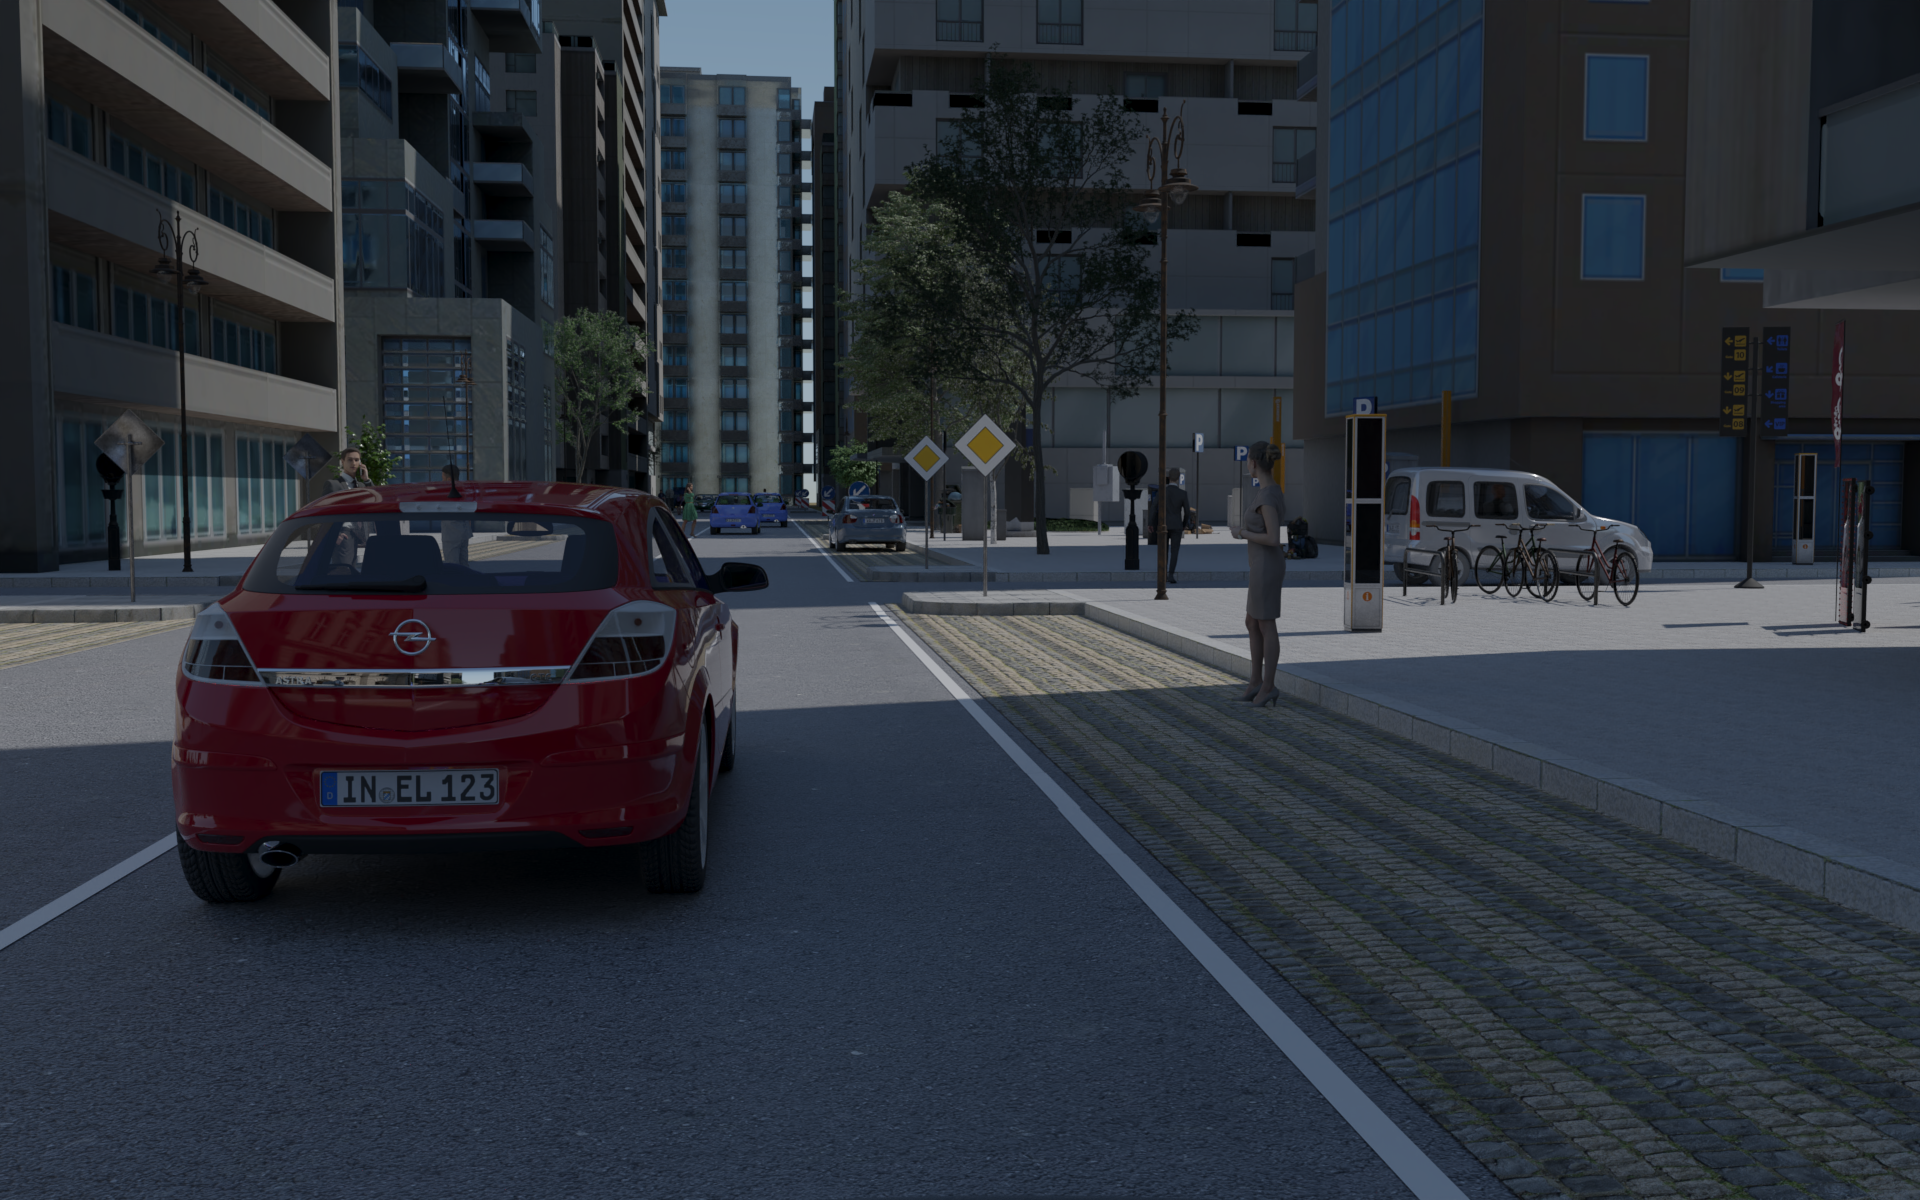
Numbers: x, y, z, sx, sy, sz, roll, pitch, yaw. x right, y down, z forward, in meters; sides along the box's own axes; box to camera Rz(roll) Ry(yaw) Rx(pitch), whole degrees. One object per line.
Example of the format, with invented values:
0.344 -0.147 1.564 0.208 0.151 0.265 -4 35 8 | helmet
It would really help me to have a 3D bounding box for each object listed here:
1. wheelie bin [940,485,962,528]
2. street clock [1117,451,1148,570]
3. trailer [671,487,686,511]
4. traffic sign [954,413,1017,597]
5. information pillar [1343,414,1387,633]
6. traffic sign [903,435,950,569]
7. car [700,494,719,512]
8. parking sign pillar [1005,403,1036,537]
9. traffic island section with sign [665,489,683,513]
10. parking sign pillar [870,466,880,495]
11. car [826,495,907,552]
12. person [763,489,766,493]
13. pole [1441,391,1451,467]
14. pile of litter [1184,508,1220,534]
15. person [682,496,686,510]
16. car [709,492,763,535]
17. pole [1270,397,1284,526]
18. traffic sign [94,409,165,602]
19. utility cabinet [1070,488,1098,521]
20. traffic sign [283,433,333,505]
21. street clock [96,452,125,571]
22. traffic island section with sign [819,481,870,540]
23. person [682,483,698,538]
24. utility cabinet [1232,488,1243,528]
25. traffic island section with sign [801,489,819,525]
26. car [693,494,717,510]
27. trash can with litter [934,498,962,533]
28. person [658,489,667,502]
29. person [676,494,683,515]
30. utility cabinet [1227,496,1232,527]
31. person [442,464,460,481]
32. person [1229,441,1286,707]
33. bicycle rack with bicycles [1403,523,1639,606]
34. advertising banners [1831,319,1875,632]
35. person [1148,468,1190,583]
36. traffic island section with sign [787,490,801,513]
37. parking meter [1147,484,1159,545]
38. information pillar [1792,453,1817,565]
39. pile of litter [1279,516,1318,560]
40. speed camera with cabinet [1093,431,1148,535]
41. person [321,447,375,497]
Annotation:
-0.254 -3.077 58.212 0.693 1.594 0.980 -3 5 -42 | wheelie bin
2.908 -1.507 29.214 0.471 2.002 0.358 2 4 35 | street clock
-23.328 -8.376 143.999 1.471 1.999 3.904 0 4 -7 | trailer
0.312 -1.100 21.622 0.795 2.450 0.064 0 4 -6 | traffic sign
3.759 -0.710 16.099 0.304 2.012 0.304 0 4 -1 | information pillar
-0.572 -1.585 29.558 0.795 2.450 0.064 0 4 -6 | traffic sign
-20.318 -7.944 141.680 2.131 1.459 4.920 0 4 -7 | car
1.771 -3.871 51.769 1.447 3.967 1.447 -1 4 -21 | parking sign pillar
-21.670 -7.404 129.686 1.989 1.847 2.006 0 4 -6 | traffic island section with sign
-5.103 -7.035 103.497 1.447 3.967 1.447 -1 4 -10 | parking sign pillar
-2.382 -1.967 44.159 2.014 1.417 4.499 0 4 -8 | car
-13.723 -6.918 121.629 0.705 1.821 1.348 -1 4 -23 | person
9.591 -2.470 34.232 0.158 3.312 0.155 0 3 0 | pole
7.601 -2.546 55.587 1.719 0.858 1.176 -1 4 -16 | pile of litter
-19.044 -6.608 119.725 0.799 1.438 0.628 3 5 42 | person
-8.060 -3.222 62.277 1.945 1.707 3.694 0 4 -5 | car
6.647 -2.602 36.383 0.158 3.312 0.155 0 3 0 | pole
-9.822 -1.032 20.518 0.795 2.450 0.064 0 4 -6 | traffic sign
4.681 -3.458 65.216 1.173 1.500 0.318 3 5 44 | utility cabinet
-10.706 -1.518 28.454 0.795 2.450 0.064 0 4 -6 | traffic sign
-14.188 -1.495 29.009 0.471 2.002 0.358 -2 4 -25 | street clock
-3.306 -2.800 54.405 1.989 1.847 2.006 0 4 -6 | traffic island section with sign
-8.836 -2.920 56.489 0.529 1.795 0.600 1 4 9 | person
10.810 -3.441 64.947 1.173 1.500 0.318 0 4 -7 | utility cabinet
-6.318 -4.451 81.401 1.989 1.847 2.006 0 4 -6 | traffic island section with sign
-20.047 -7.571 135.582 2.131 1.459 4.920 0 4 -7 | car
-0.280 -2.761 56.536 1.055 1.170 0.624 -3 5 -41 | trash can with litter
-21.419 -7.093 124.913 0.683 1.767 0.568 -3 4 -36 | person
-19.061 -6.484 117.752 0.421 1.427 0.697 -2 4 -31 | person
10.859 -3.406 66.844 1.020 1.237 0.306 -1 4 -11 | utility cabinet
-6.346 -0.789 21.574 0.466 1.800 0.511 0 4 6 | person
1.990 -0.168 11.590 0.374 1.781 0.599 1 4 11 | person
6.592 -0.465 20.987 2.852 0.926 2.925 0 4 2 | bicycle rack with bicycles
8.666 -1.264 16.862 0.090 3.025 2.074 1 4 18 | advertising banners
3.395 -1.204 27.958 0.659 1.850 0.755 1 4 13 | person
-11.822 -7.470 130.769 1.989 1.847 2.006 0 4 -6 | traffic island section with sign
4.919 -2.158 43.697 0.372 1.533 0.369 0 3 0 | parking meter
15.250 -1.639 31.284 0.304 2.012 0.304 1 4 12 | information pillar
6.456 -1.249 34.380 1.719 0.858 1.176 -3 4 -38 | pile of litter
5.202 -3.653 54.067 2.038 3.252 0.660 2 4 28 | speed camera with cabinet
-6.117 -0.584 17.411 0.474 1.900 0.648 1 4 9 | person
